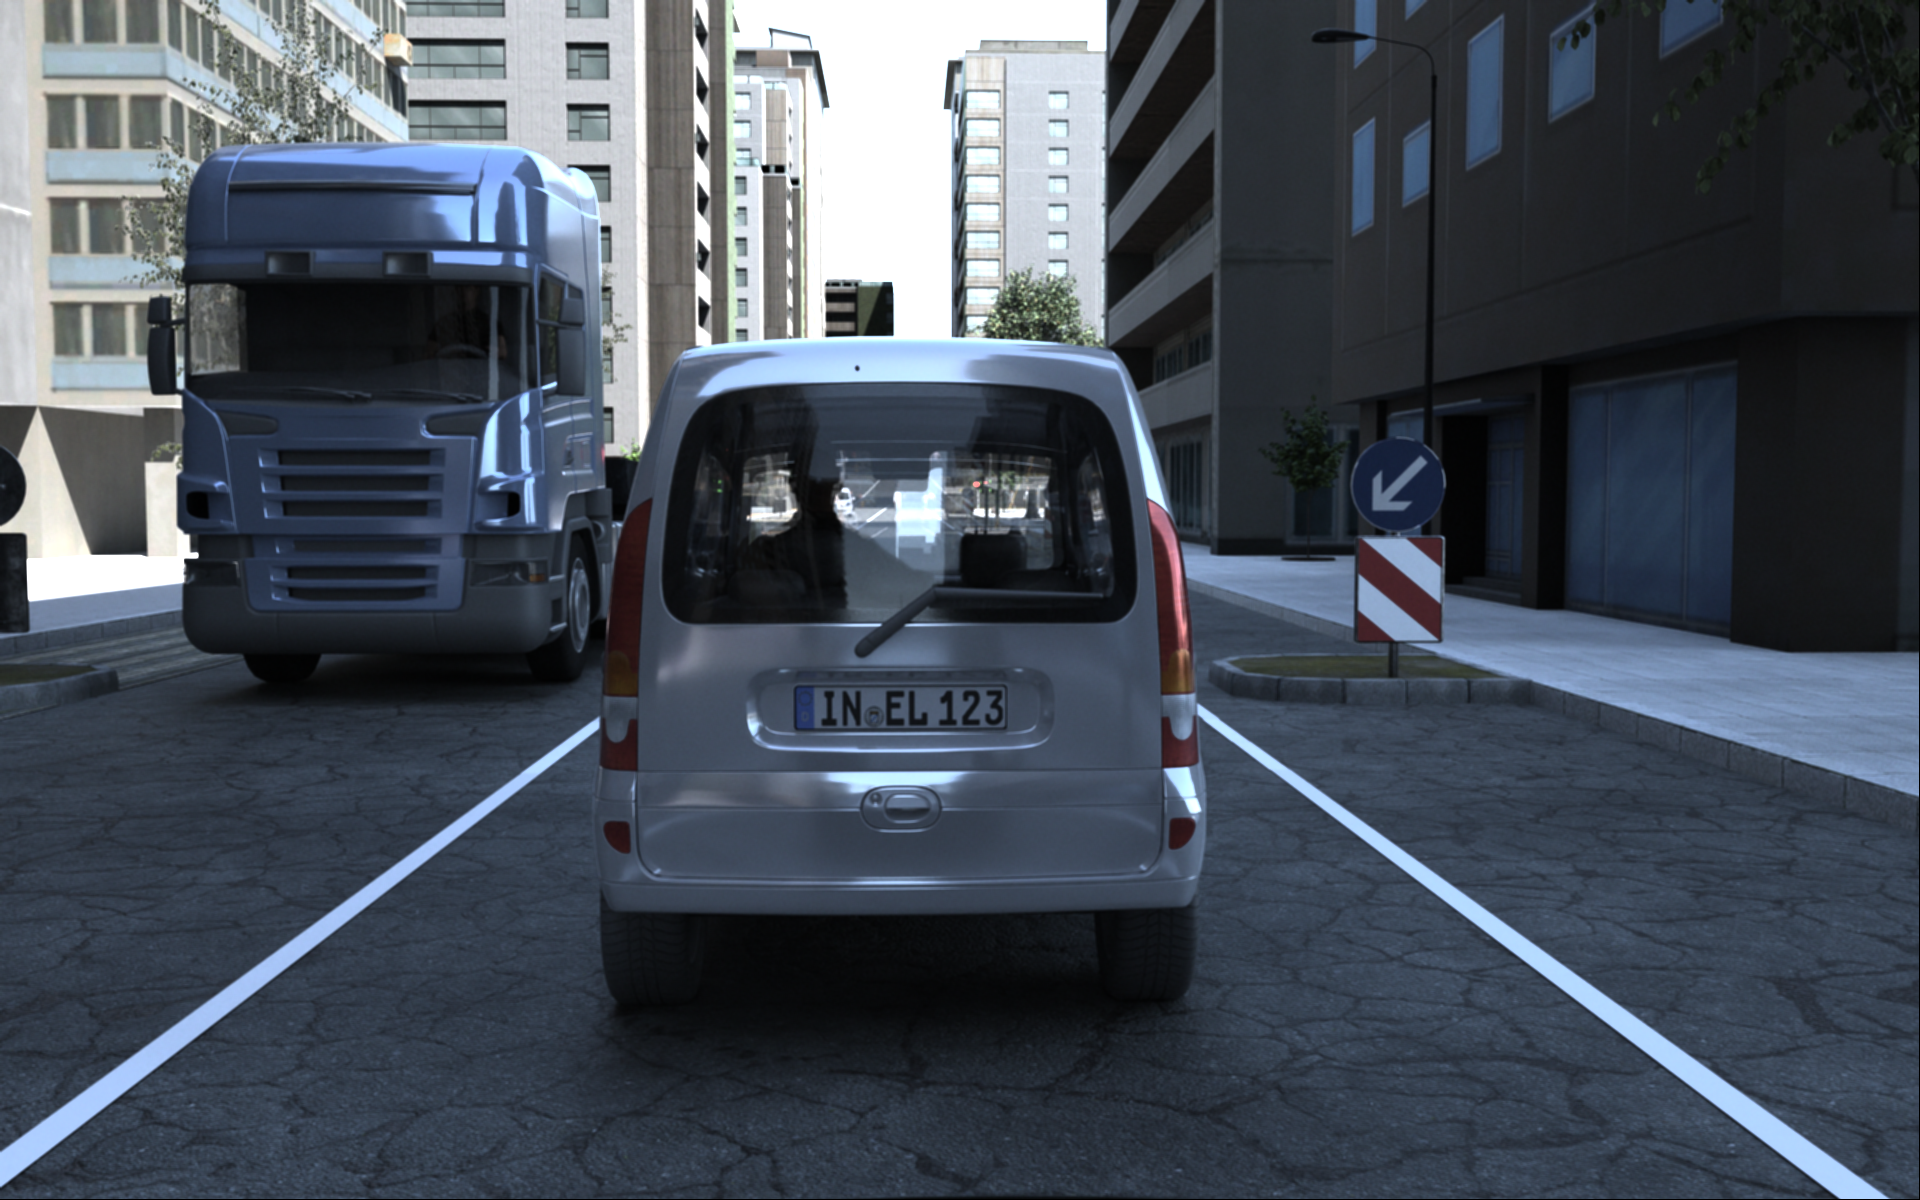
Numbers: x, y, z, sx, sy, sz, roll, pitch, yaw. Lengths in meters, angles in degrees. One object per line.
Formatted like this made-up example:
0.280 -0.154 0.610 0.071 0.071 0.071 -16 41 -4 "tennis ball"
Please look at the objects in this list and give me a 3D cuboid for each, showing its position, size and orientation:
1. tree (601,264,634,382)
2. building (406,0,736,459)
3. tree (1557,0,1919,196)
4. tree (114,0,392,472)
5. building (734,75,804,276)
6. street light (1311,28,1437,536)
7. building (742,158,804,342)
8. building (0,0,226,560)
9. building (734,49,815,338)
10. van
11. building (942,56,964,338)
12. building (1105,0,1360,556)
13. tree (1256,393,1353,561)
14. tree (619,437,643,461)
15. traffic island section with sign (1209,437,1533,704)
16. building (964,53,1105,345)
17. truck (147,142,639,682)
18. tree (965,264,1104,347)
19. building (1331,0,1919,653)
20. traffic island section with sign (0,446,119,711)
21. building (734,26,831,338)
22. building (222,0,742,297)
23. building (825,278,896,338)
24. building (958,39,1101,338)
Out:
-11.225 -5.990 48.296 4.360 8.622 3.978 0 3 0 "tree"
-17.920 -18.809 79.236 14.160 30.474 14.107 0 4 -2 "building"
4.868 -3.548 8.380 4.737 8.622 4.395 0 3 0 "tree"
-10.032 -4.570 25.085 4.360 8.622 3.978 0 3 0 "tree"
-22.289 -29.448 165.070 14.154 41.232 14.086 0 4 -2 "building"
4.204 -2.749 17.480 1.470 5.913 1.316 0 4 -2 "street light"
-21.027 -23.221 151.361 14.160 30.474 14.107 0 4 -2 "building"
-27.169 -21.439 42.415 23.993 40.220 32.217 0 4 -2 "building"
-22.299 -32.352 179.068 14.600 45.320 14.200 0 4 -2 "building"
-0.212 0.047 6.249 2.013 2.044 4.112 0 4 -2 "van"
12.571 -37.777 206.896 28.713 52.752 27.495 0 4 -2 "building"
15.676 -25.790 45.369 21.300 48.544 21.600 0 4 -2 "building"
6.805 -2.370 33.347 1.663 3.219 1.824 0 3 0 "tree"
-11.020 -3.922 58.729 1.663 3.219 1.824 0 3 0 "tree"
2.908 -0.254 12.782 1.989 1.847 2.006 0 4 -2 "traffic island section with sign"
7.305 -29.428 164.750 14.154 41.232 14.086 0 4 -2 "building"
-4.363 -1.860 20.167 2.967 4.110 18.799 0 4 -2 "truck"
3.681 -10.356 86.324 9.611 12.733 9.660 0 3 0 "tree"
13.041 -22.594 19.520 14.600 45.320 14.200 0 4 -2 "building"
-7.100 -0.210 12.063 1.989 1.847 2.006 0 4 -2 "traffic island section with sign"
-29.520 -37.633 204.546 27.495 52.752 28.713 0 4 -2 "building"
-27.995 -25.945 116.085 32.217 40.220 23.993 0 4 -2 "building"
-15.728 -28.312 234.605 14.107 30.474 14.160 0 4 -2 "building"
10.759 -34.174 182.454 21.300 48.544 21.600 0 4 -2 "building"
